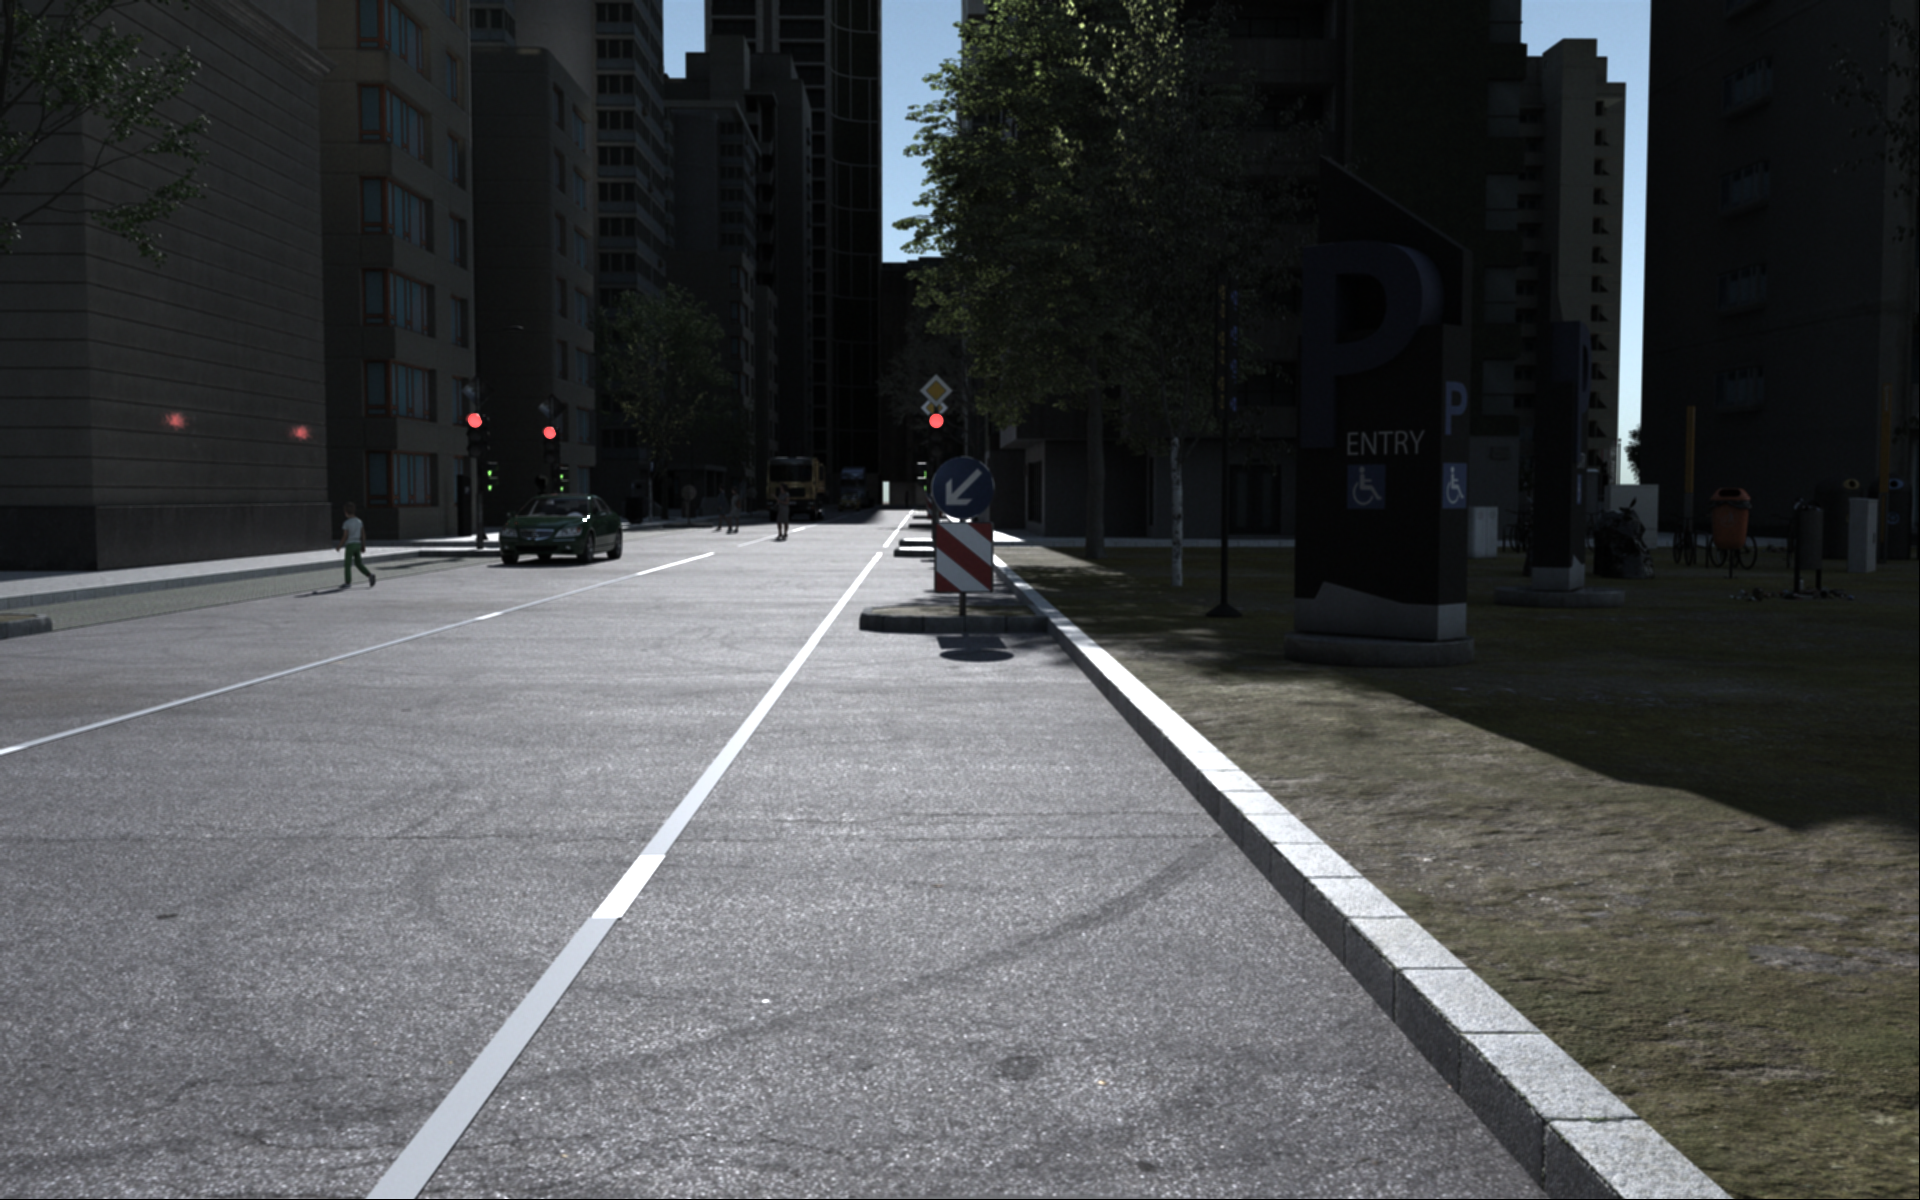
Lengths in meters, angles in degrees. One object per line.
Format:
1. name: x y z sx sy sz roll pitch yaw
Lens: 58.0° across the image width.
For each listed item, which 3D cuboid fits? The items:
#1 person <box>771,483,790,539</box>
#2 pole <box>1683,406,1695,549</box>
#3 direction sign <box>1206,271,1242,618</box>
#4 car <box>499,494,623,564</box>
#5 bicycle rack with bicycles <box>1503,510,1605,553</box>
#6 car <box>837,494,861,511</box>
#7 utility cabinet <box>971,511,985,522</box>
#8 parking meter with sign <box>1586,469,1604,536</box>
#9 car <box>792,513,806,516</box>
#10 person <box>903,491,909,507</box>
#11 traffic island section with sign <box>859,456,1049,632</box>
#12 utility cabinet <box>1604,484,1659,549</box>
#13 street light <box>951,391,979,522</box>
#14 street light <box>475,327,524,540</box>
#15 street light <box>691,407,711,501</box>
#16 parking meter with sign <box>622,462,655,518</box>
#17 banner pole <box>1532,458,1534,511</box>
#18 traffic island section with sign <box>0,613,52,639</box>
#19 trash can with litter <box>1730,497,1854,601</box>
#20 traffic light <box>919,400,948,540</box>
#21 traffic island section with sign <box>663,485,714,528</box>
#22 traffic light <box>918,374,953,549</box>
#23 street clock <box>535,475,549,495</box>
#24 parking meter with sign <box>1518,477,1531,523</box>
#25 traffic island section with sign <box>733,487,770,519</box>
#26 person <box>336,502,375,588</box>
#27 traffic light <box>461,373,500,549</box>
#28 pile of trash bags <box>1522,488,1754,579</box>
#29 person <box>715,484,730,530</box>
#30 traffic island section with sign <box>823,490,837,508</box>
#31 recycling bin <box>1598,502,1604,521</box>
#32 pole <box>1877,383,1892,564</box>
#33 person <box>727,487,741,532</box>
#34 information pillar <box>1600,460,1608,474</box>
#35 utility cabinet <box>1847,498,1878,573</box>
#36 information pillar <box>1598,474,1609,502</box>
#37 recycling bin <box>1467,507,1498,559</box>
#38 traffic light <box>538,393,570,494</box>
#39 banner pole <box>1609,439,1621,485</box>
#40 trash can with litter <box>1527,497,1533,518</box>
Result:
1. person: -5.788 -2.854 55.523 0.532 1.782 0.716 -3 5 -40
2. pole: 16.910 -2.833 40.158 0.158 3.312 0.155 0 3 0
3. direction sign: 2.770 -1.595 18.069 0.379 3.537 0.876 1 4 22
4. car: -8.496 -1.552 37.168 2.131 1.459 4.920 0 4 1
5. bicycle rack with bicycles: 13.068 -1.522 38.267 2.925 0.926 2.852 -3 5 -44
6. car: -9.190 -8.176 143.896 2.015 1.641 3.980 0 4 -1
7. utility cabinet: 0.982 -4.282 81.171 1.020 1.237 0.306 3 5 41
8. parking meter with sign: 19.170 -3.471 53.012 1.738 3.016 0.543 0 4 3
9. car: -10.130 -6.081 111.223 2.131 1.459 4.920 0 4 -1
10. person: -5.752 -10.753 185.001 0.721 1.739 1.217 -2 4 -30
11. traffic island section with sign: -0.089 -0.629 18.907 1.989 1.847 2.006 0 4 -1
12. utility cabinet: 15.418 -1.906 39.834 1.173 1.500 0.318 0 4 -7
13. street light: 0.186 -6.478 78.456 1.470 5.913 1.316 0 4 -1
14. street light: -12.795 -4.624 48.149 1.470 5.913 1.316 0 4 -1
15. street light: -13.737 -7.321 92.240 1.470 5.913 1.316 0 4 -1
16. parking meter with sign: -17.161 -5.881 92.416 1.738 3.016 0.543 -2 4 -30
17. banner pole: 40.212 -8.024 121.202 0.401 3.779 0.863 3 5 44
18. traffic island section with sign: -10.433 -0.543 17.503 1.989 1.847 2.006 0 4 -1
19. trash can with litter: 10.233 -0.640 21.525 2.233 1.210 1.678 -2 4 -35
20. traffic light: -0.735 -3.645 48.517 0.839 4.253 0.868 0 4 -1
21. traffic island section with sign: -11.577 -3.998 73.989 1.989 1.847 2.006 0 4 -1
22. traffic light: -0.573 -3.157 40.534 0.839 4.253 0.868 0 4 -1
23. street clock: -15.566 -3.668 64.537 0.471 2.002 0.358 -2 4 -32
24. parking meter with sign: 25.092 -4.978 77.646 0.543 3.016 1.738 0 4 -5
25. traffic island section with sign: -12.124 -5.646 100.939 1.989 1.847 2.006 0 4 -1
26. person: -9.252 -0.842 26.507 0.590 1.304 0.306 1 4 11
27. traffic light: -11.181 -3.143 40.304 0.839 4.253 0.868 0 4 -1
28. pile of trash bags: 10.421 -1.047 26.878 3.447 1.369 1.912 2 4 31
29. person: -9.456 -3.708 69.142 0.654 1.822 0.581 0 4 8
30. traffic island section with sign: -13.684 -10.358 177.986 1.989 1.847 2.006 0 4 -1
31. recycling bin: 21.669 -2.787 58.114 0.722 1.027 0.722 0 4 5
32. pole: 17.010 -2.326 31.865 0.158 3.312 0.155 0 3 0
33. person: -8.462 -3.401 65.118 0.522 1.701 0.512 1 4 19
34. information pillar: 44.265 -7.809 119.025 0.504 3.616 0.183 2 4 31
35. utility cabinet: 14.881 -1.063 28.539 0.306 1.237 1.020 3 4 36
36. information pillar: 23.125 -3.539 62.359 0.304 2.012 0.304 -1 4 -10
37. recycling bin: 10.236 -1.349 34.618 0.722 1.027 0.722 -2 4 -33
38. traffic light: -11.343 -3.631 48.287 0.839 4.253 0.868 0 4 -1
39. banner pole: 29.558 -5.389 78.128 0.863 3.779 0.401 -2 4 -29
40. trash can with litter: 26.801 -4.298 81.660 0.624 1.170 1.055 0 4 -1
